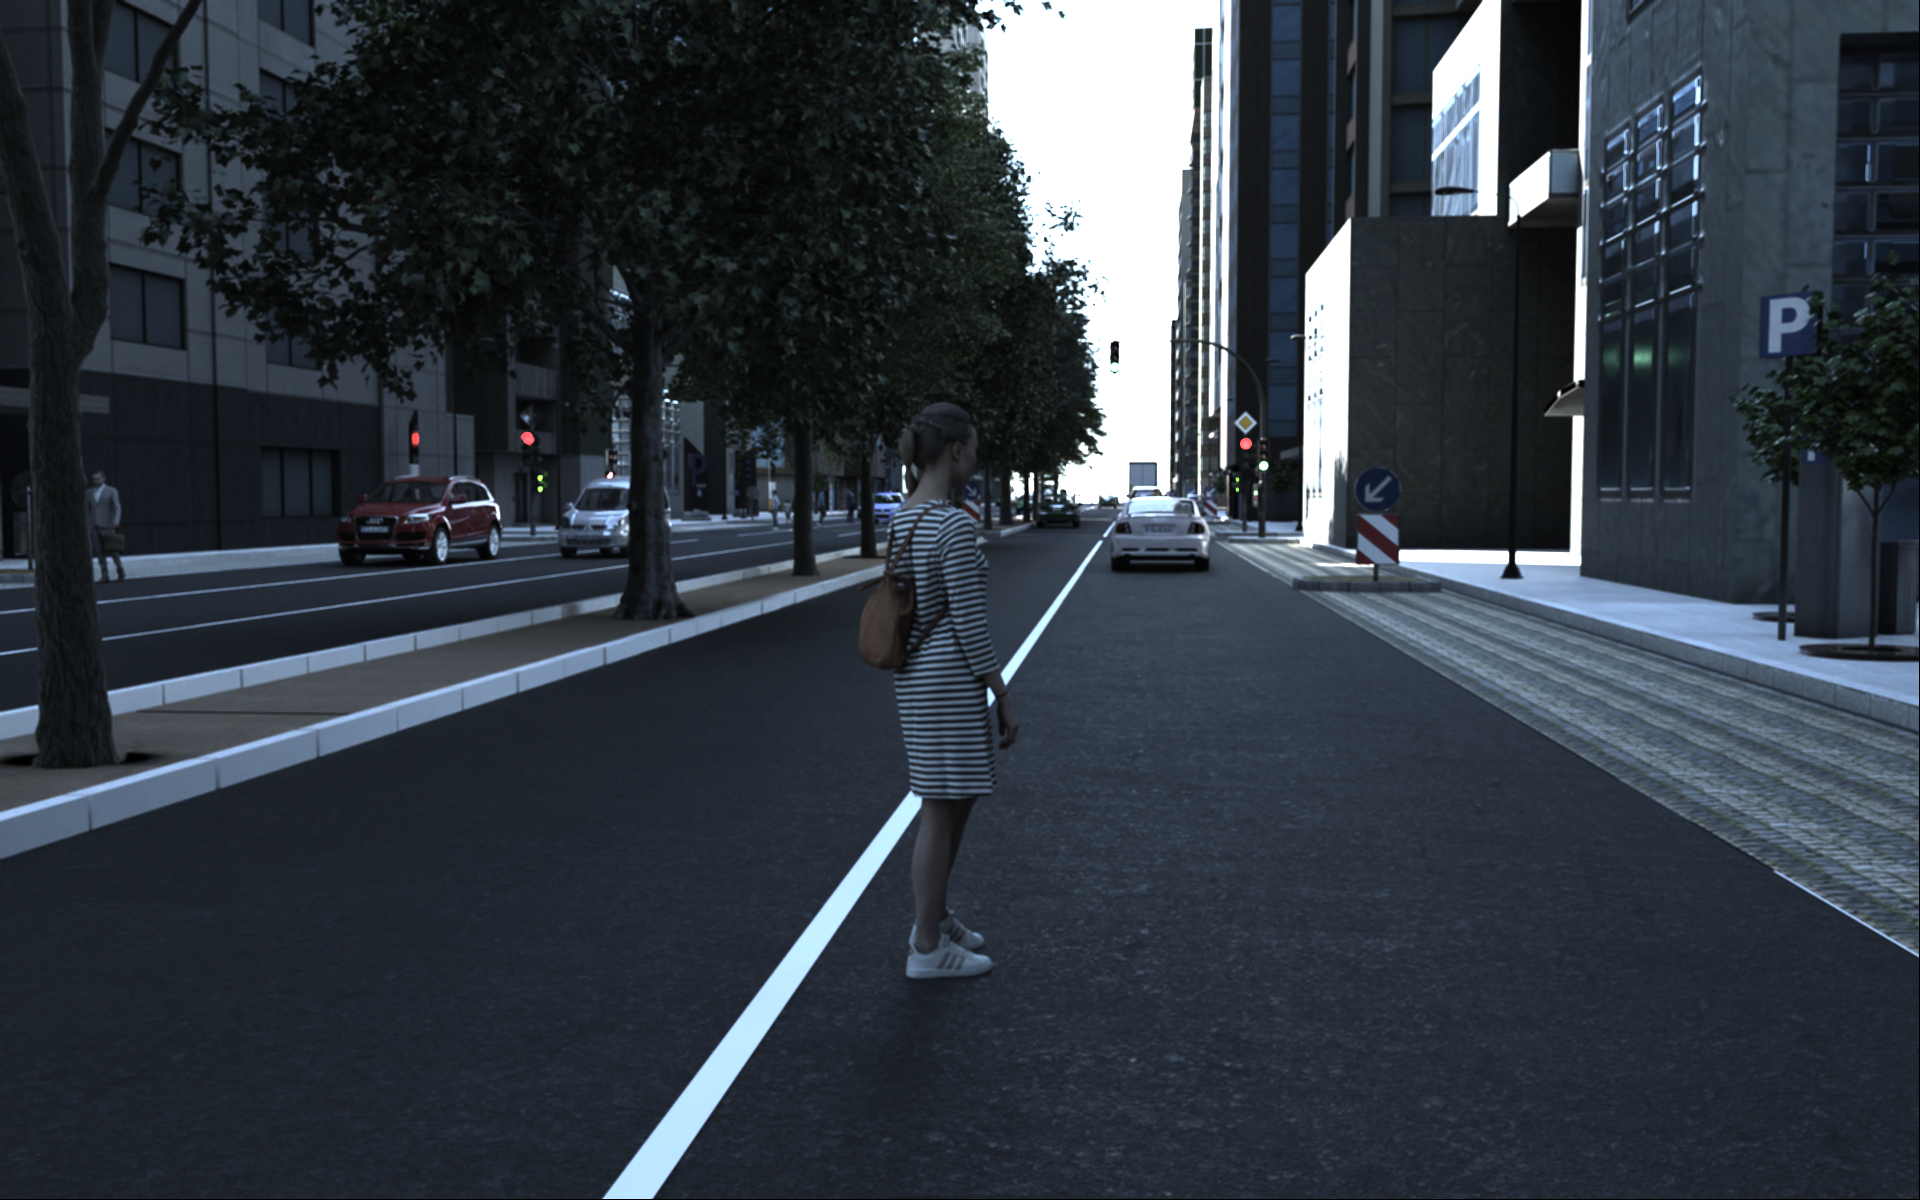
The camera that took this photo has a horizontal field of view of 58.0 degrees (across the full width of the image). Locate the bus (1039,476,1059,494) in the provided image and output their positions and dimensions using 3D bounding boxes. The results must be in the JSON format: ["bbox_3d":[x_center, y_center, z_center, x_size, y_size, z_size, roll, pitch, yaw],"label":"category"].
[{"bbox_3d":[12.034,-15.021,237.143,2.896,3.916,12.252,0,4,6],"label":"bus"}]

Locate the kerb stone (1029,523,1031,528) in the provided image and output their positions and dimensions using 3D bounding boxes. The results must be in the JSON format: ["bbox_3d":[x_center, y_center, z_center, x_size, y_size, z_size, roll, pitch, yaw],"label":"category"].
[{"bbox_3d":[2.733,-3.027,71.689,0.120,0.150,1.000,0,4,6],"label":"kerb stone"}]

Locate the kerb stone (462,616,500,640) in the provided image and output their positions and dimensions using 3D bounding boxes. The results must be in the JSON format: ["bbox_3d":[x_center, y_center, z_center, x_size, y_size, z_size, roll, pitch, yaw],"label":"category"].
[{"bbox_3d":[-4.869,0.300,17.323,0.120,0.150,1.000,0,4,6],"label":"kerb stone"}]

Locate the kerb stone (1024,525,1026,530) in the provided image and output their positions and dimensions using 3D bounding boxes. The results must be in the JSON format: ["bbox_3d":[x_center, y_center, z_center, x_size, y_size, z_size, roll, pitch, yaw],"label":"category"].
[{"bbox_3d":[2.415,-2.838,68.619,0.120,0.150,1.000,0,4,6],"label":"kerb stone"}]

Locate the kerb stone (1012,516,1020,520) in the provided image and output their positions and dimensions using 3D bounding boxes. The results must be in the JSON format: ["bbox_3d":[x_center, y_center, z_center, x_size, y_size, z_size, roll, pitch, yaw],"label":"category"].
[{"bbox_3d":[3.107,-4.535,96.349,0.120,0.150,1.000,0,4,6],"label":"kerb stone"}]

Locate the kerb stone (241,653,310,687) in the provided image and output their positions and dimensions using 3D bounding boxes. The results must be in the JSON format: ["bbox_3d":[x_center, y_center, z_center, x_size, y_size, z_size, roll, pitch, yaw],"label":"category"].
[{"bbox_3d":[-5.283,0.548,13.235,0.120,0.150,1.000,0,4,6],"label":"kerb stone"}]

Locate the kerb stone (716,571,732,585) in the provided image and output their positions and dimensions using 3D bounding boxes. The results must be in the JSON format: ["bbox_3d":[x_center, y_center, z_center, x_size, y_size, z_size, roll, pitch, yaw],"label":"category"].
[{"bbox_3d":[-3.841,-0.325,27.507,0.120,0.150,1.000,0,4,6],"label":"kerb stone"}]

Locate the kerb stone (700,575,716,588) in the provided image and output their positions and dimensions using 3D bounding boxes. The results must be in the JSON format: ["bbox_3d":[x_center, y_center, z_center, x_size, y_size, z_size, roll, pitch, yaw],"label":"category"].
[{"bbox_3d":[-3.947,-0.262,26.490,0.120,0.150,1.000,0,4,6],"label":"kerb stone"}]

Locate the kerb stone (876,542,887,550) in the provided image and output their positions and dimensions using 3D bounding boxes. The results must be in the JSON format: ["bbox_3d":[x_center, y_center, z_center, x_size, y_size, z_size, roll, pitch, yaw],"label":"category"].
[{"bbox_3d":[-2.095,-1.385,44.838,0.120,0.150,1.000,0,4,6],"label":"kerb stone"}]

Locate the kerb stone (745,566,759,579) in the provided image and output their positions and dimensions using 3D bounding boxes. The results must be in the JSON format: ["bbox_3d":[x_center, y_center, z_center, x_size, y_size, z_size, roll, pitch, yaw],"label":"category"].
[{"bbox_3d":[-3.634,-0.449,29.544,0.120,0.150,1.000,0,4,6],"label":"kerb stone"}]

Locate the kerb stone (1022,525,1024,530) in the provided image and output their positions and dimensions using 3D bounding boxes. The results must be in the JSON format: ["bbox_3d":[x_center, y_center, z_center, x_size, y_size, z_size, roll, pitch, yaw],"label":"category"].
[{"bbox_3d":[2.312,-2.773,67.603,0.120,0.150,1.000,0,4,6],"label":"kerb stone"}]

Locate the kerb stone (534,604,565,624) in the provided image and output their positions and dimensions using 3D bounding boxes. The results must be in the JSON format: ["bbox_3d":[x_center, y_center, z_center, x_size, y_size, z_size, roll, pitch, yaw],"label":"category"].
[{"bbox_3d":[-4.667,0.175,19.365,0.120,0.150,1.000,0,4,6],"label":"kerb stone"}]

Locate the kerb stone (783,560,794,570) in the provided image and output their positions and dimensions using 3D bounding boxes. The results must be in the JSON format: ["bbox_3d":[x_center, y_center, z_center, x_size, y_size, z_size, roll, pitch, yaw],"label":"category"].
[{"bbox_3d":[-3.324,-0.636,32.608,0.120,0.150,1.000,0,4,6],"label":"kerb stone"}]

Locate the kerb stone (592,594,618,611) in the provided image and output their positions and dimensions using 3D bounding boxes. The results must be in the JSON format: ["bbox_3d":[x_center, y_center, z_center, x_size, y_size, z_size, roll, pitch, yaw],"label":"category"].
[{"bbox_3d":[-4.461,0.048,21.404,0.120,0.150,1.000,0,4,6],"label":"kerb stone"}]

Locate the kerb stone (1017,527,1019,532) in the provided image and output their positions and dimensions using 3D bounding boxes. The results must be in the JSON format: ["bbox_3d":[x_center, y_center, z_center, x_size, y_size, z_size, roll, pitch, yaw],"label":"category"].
[{"bbox_3d":[2.001,-2.587,64.536,0.120,0.150,1.000,0,4,6],"label":"kerb stone"}]

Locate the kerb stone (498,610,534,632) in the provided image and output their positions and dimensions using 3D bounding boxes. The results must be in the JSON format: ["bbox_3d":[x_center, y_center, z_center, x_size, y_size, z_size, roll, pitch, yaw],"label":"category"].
[{"bbox_3d":[-4.772,0.237,18.342,0.120,0.150,1.000,0,4,6],"label":"kerb stone"}]

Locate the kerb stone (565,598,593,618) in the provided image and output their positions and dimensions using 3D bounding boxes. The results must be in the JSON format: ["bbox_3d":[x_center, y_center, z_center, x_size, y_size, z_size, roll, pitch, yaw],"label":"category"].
[{"bbox_3d":[-4.559,0.112,20.384,0.120,0.150,1.000,0,4,6],"label":"kerb stone"}]

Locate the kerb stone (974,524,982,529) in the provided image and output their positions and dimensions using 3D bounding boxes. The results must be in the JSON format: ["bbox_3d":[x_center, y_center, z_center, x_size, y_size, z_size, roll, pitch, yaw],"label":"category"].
[{"bbox_3d":[0.737,-3.102,72.906,0.120,0.150,1.000,0,4,6],"label":"kerb stone"}]

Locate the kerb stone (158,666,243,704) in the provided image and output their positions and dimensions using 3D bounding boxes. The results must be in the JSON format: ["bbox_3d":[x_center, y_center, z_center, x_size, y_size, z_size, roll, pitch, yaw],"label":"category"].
[{"bbox_3d":[-5.390,0.610,12.218,0.120,0.150,1.000,0,4,6],"label":"kerb stone"}]

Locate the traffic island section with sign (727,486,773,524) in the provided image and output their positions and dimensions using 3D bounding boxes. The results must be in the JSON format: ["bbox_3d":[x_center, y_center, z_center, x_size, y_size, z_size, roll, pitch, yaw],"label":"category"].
[{"bbox_3d":[-10.065,-4.582,83.551,1.989,1.847,2.006,0,4,6],"label":"traffic island section with sign"}]

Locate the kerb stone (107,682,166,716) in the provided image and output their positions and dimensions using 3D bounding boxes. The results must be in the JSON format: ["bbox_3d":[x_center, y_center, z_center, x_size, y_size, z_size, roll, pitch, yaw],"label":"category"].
[{"bbox_3d":[-5.492,0.673,11.201,0.120,0.150,1.000,0,4,6],"label":"kerb stone"}]

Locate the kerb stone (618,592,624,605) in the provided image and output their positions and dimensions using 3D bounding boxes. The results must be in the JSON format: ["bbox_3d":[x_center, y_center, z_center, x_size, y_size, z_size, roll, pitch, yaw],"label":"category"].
[{"bbox_3d":[-4.354,-0.011,22.421,0.120,0.150,1.000,0,4,6],"label":"kerb stone"}]

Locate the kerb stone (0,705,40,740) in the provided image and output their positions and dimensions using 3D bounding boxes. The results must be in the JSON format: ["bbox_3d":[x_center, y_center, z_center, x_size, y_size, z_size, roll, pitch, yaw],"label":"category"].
[{"bbox_3d":[-5.589,0.735,10.174,0.120,0.150,1.000,0,4,6],"label":"kerb stone"}]

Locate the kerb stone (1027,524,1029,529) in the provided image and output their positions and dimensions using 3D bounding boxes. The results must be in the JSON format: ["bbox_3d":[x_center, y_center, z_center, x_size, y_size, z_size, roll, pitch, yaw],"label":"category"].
[{"bbox_3d":[2.621,-2.965,70.673,0.120,0.150,1.000,0,4,6],"label":"kerb stone"}]

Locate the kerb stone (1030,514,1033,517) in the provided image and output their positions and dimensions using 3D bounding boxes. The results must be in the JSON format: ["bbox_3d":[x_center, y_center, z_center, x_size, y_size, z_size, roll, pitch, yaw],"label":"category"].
[{"bbox_3d":[4.862,-5.597,113.712,0.120,0.150,1.000,0,4,6],"label":"kerb stone"}]

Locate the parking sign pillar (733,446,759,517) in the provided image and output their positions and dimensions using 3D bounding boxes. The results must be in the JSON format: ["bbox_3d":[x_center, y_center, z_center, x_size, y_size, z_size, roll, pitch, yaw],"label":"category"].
[{"bbox_3d":[-12.047,-6.654,97.262,1.447,3.967,1.447,3,4,39],"label":"parking sign pillar"}]

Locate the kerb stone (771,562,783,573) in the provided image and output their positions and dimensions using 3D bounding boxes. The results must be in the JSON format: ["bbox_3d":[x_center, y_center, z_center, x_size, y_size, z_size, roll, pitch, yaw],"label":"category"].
[{"bbox_3d":[-3.427,-0.571,31.591,0.120,0.150,1.000,0,4,6],"label":"kerb stone"}]

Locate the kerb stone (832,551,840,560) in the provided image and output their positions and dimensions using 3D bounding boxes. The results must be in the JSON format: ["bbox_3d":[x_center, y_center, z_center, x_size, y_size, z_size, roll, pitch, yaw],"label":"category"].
[{"bbox_3d":[-2.816,-0.947,37.701,0.120,0.150,1.000,0,4,6],"label":"kerb stone"}]

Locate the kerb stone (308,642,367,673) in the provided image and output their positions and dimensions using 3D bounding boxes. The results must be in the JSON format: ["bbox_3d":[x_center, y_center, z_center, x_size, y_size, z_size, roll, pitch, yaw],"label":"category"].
[{"bbox_3d":[-5.184,0.489,14.259,0.120,0.150,1.000,0,4,6],"label":"kerb stone"}]

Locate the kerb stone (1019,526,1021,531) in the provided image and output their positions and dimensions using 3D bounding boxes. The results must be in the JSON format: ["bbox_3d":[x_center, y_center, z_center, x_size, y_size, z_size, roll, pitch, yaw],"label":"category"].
[{"bbox_3d":[2.110,-2.652,65.556,0.120,0.150,1.000,0,4,6],"label":"kerb stone"}]

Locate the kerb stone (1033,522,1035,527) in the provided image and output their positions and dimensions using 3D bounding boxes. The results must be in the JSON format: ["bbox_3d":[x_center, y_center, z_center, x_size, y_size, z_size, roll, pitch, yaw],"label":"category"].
[{"bbox_3d":[3.033,-3.209,74.771,0.120,0.150,1.000,0,4,6],"label":"kerb stone"}]

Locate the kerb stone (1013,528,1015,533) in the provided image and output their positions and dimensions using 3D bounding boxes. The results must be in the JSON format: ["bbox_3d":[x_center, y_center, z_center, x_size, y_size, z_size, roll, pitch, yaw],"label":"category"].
[{"bbox_3d":[1.801,-2.465,62.502,0.120,0.150,1.000,0,4,6],"label":"kerb stone"}]

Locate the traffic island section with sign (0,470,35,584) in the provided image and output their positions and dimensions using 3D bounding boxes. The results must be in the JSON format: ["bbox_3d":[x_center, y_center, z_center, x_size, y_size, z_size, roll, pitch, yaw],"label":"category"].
[{"bbox_3d":[-15.636,-1.211,28.432,1.989,1.847,2.006,0,4,6],"label":"traffic island section with sign"}]

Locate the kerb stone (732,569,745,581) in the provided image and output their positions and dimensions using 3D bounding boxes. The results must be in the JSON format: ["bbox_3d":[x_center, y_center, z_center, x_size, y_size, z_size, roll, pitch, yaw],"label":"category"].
[{"bbox_3d":[-3.747,-0.387,28.526,0.120,0.150,1.000,0,4,6],"label":"kerb stone"}]

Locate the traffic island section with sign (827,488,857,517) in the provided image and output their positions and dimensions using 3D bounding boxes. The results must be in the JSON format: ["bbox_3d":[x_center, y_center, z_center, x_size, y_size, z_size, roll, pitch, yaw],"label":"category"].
[{"bbox_3d":[-7.351,-6.223,110.379,1.989,1.847,2.006,0,4,6],"label":"traffic island section with sign"}]

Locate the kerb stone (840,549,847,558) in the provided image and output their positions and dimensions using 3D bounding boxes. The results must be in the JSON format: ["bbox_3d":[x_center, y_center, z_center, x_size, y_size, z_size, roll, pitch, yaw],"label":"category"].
[{"bbox_3d":[-2.716,-1.010,38.718,0.120,0.150,1.000,0,4,6],"label":"kerb stone"}]

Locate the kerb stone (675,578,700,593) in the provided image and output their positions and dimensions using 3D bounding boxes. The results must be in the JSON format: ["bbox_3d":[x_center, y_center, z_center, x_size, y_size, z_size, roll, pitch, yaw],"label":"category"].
[{"bbox_3d":[-4.044,-0.200,25.472,0.120,0.150,1.000,0,4,6],"label":"kerb stone"}]

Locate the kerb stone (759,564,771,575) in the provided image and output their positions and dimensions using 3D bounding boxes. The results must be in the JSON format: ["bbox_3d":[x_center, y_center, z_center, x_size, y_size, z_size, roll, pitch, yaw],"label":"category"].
[{"bbox_3d":[-3.543,-0.512,30.575,0.120,0.150,1.000,0,4,6],"label":"kerb stone"}]

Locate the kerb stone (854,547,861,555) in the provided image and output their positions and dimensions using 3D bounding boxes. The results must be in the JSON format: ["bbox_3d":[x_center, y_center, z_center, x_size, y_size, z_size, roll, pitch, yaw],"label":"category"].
[{"bbox_3d":[-2.512,-1.135,40.760,0.120,0.150,1.000,0,4,6],"label":"kerb stone"}]

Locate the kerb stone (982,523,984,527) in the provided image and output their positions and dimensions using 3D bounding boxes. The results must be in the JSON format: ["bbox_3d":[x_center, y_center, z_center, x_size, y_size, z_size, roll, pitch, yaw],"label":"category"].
[{"bbox_3d":[0.841,-3.164,73.923,0.120,0.150,1.000,0,4,6],"label":"kerb stone"}]

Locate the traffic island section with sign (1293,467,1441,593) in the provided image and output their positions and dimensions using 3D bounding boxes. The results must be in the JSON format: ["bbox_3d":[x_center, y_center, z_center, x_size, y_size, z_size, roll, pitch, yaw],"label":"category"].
[{"bbox_3d":[6.061,-1.065,26.046,1.989,1.847,2.006,0,4,6],"label":"traffic island section with sign"}]

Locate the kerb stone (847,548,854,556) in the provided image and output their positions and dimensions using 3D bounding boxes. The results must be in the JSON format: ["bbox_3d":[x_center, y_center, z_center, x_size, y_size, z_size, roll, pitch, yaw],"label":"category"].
[{"bbox_3d":[-2.621,-1.073,39.736,0.120,0.150,1.000,0,4,6],"label":"kerb stone"}]

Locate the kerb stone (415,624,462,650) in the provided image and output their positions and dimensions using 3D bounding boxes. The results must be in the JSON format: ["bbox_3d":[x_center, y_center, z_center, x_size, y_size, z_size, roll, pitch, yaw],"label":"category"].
[{"bbox_3d":[-4.967,0.361,16.299,0.120,0.150,1.000,0,4,6],"label":"kerb stone"}]

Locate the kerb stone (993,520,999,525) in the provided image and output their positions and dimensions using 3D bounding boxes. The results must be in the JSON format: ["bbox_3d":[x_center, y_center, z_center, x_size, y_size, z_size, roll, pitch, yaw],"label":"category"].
[{"bbox_3d":[1.769,-3.720,83.087,0.120,0.150,1.000,0,4,6],"label":"kerb stone"}]

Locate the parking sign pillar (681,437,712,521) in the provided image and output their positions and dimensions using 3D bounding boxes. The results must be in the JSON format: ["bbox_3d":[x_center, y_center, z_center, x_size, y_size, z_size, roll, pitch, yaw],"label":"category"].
[{"bbox_3d":[-12.605,-5.766,82.751,1.447,3.967,1.447,2,4,33],"label":"parking sign pillar"}]

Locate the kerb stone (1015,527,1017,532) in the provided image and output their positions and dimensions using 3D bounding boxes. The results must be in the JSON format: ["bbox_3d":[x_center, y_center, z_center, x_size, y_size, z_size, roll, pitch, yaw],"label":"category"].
[{"bbox_3d":[1.899,-2.527,63.519,0.120,0.150,1.000,0,4,6],"label":"kerb stone"}]

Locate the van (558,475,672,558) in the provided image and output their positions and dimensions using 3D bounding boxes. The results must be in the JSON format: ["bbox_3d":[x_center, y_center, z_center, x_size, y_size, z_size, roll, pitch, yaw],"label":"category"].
[{"bbox_3d":[-8.016,-2.039,40.357,2.013,2.044,4.112,0,4,7],"label":"van"}]

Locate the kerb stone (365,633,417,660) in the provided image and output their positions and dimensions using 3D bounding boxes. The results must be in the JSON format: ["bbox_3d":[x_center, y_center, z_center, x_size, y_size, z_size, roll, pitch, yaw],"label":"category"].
[{"bbox_3d":[-5.077,0.423,15.278,0.120,0.150,1.000,0,4,6],"label":"kerb stone"}]

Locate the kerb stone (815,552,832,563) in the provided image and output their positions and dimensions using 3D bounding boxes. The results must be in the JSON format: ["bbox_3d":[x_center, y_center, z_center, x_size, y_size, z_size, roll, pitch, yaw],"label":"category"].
[{"bbox_3d":[-2.916,-0.886,36.683,0.120,0.150,1.000,0,4,6],"label":"kerb stone"}]
